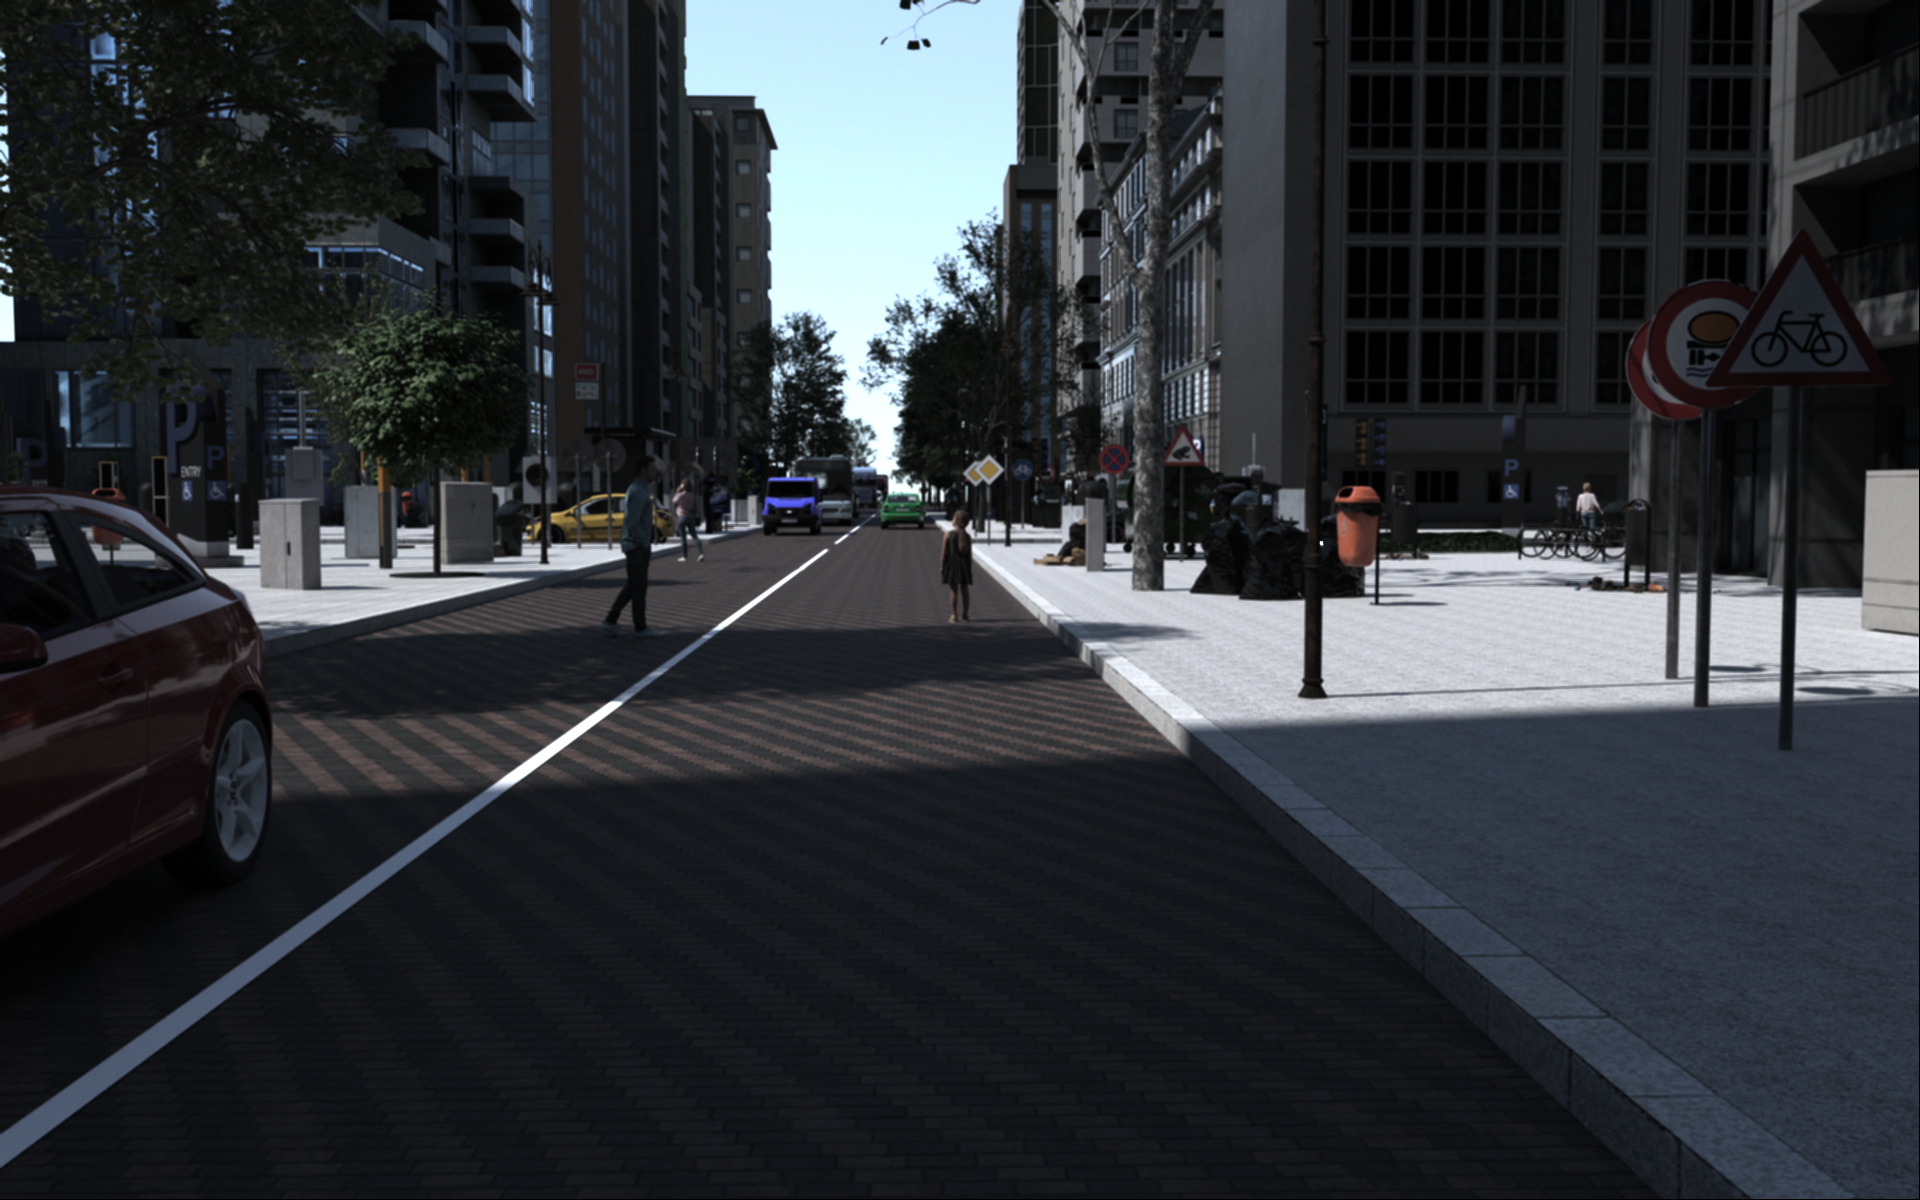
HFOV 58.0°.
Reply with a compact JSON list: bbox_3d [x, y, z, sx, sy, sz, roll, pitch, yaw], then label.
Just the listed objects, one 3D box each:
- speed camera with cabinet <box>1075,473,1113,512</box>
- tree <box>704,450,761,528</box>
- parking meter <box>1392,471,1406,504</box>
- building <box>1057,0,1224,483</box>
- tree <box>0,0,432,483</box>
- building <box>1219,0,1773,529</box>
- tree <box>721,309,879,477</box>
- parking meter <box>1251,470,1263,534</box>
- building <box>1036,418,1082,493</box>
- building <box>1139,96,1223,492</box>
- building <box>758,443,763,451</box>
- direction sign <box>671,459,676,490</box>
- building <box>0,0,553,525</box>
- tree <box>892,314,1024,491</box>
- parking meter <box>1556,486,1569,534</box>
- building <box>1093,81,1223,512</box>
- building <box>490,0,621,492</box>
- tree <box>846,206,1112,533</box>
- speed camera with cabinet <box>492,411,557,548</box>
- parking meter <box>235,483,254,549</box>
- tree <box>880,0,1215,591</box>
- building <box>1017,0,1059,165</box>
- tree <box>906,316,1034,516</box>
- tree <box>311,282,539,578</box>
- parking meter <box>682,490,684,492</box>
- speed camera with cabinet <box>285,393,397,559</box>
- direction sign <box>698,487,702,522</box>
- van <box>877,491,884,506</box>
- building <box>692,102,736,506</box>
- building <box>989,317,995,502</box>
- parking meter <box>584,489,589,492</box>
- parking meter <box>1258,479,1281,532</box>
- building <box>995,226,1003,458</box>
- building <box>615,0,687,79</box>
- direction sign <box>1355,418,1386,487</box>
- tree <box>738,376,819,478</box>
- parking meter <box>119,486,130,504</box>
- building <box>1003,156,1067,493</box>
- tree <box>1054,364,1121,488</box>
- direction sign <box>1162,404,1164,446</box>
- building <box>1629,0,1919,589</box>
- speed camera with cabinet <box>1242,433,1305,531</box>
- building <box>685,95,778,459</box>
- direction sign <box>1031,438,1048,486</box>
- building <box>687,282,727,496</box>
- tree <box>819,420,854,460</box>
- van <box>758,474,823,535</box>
[{"bbox_3d":[6.025,-5.123,78.102,2.038,3.252,0.660,3,5,41],"label":"speed camera with cabinet"},{"bbox_3d":[-9.069,-4.590,69.646,1.663,3.219,1.824,0,3,0],"label":"tree"},{"bbox_3d":[11.138,-2.342,44.008,0.255,1.863,0.399,0,4,-2],"label":"parking meter"},{"bbox_3d":[23.164,-34.498,153.273,28.713,52.752,27.495,0,4,-2],"label":"building"},{"bbox_3d":[-8.099,-5.816,13.213,7.486,12.596,7.792,0,3,0],"label":"tree"},{"bbox_3d":[23.491,-16.832,68.718,24.014,27.812,14.314,0,4,-2],"label":"building"},{"bbox_3d":[-9.719,-10.459,96.758,9.928,11.665,9.643,0,3,0],"label":"tree"},{"bbox_3d":[7.174,-2.212,41.877,0.255,1.863,0.399,1,4,17],"label":"parking meter"},{"bbox_3d":[23.952,-29.841,179.789,32.217,40.220,23.993,0,4,-2],"label":"building"},{"bbox_3d":[17.538,-15.184,90.054,13.314,21.916,24.055,0,4,-2],"label":"building"},{"bbox_3d":[-42.337,-34.713,259.431,32.217,40.220,23.993,0,4,-2],"label":"building"},{"bbox_3d":[-18.818,-7.392,112.851,0.379,3.537,0.876,3,5,43],"label":"direction sign"},{"bbox_3d":[-32.887,-47.237,85.003,22.319,86.520,31.000,0,4,-2],"label":"building"},{"bbox_3d":[-0.195,-12.885,117.319,9.857,13.997,8.962,0,3,0],"label":"tree"},{"bbox_3d":[19.497,-2.915,56.074,0.372,1.533,0.369,0,3,0],"label":"parking meter"},{"bbox_3d":[16.310,-19.396,114.395,12.463,27.353,25.104,0,4,-2],"label":"building"},{"bbox_3d":[-31.202,-28.548,116.874,14.600,45.320,14.200,0,4,-2],"label":"building"},{"bbox_3d":[0.660,-7.496,56.979,8.767,10.594,7.601,0,4,1],"label":"tree"},{"bbox_3d":[-10.648,-2.860,41.089,2.038,3.252,0.660,0,4,1],"label":"speed camera with cabinet"},{"bbox_3d":[-16.690,-1.956,40.392,0.372,1.533,0.369,0,3,0],"label":"parking meter"},{"bbox_3d":[3.564,-10.253,23.527,12.611,20.169,13.585,0,3,0],"label":"tree"},{"bbox_3d":[16.703,-49.430,246.427,20.563,71.187,20.611,0,4,-2],"label":"building"},{"bbox_3d":[0.459,-10.649,99.864,9.928,11.665,9.643,0,3,0],"label":"tree"},{"bbox_3d":[-8.268,-2.646,26.979,4.285,4.588,4.351,0,3,0],"label":"tree"},{"bbox_3d":[-13.192,-4.749,83.360,0.399,1.863,0.255,1,4,20],"label":"parking meter"},{"bbox_3d":[-12.242,-2.444,34.290,2.038,3.252,0.660,-1,4,-18],"label":"speed camera with cabinet"},{"bbox_3d":[-12.170,-5.412,80.478,0.876,3.537,0.379,-3,5,-45],"label":"direction sign"},{"bbox_3d":[-10.366,-12.653,213.890,2.013,2.044,4.112,0,4,-2],"label":"van"},{"bbox_3d":[-30.645,-30.123,176.112,14.154,41.232,14.086,0,4,-2],"label":"building"},{"bbox_3d":[11.578,-31.035,279.124,14.160,30.474,14.107,0,4,-2],"label":"building"},{"bbox_3d":[-19.571,-5.028,90.621,0.372,1.533,0.369,0,3,0],"label":"parking meter"},{"bbox_3d":[5.188,-1.261,29.035,0.372,1.533,0.369,0,3,0],"label":"parking meter"},{"bbox_3d":[12.222,-35.538,264.639,14.154,41.232,14.086,0,4,-2],"label":"building"},{"bbox_3d":[-28.706,-27.463,132.617,14.154,41.232,14.086,0,4,-2],"label":"building"},{"bbox_3d":[12.253,-3.654,51.748,0.876,3.537,0.379,0,4,5],"label":"direction sign"},{"bbox_3d":[-11.441,-9.545,106.417,4.360,8.622,3.978,0,3,0],"label":"tree"},{"bbox_3d":[-25.264,-2.683,52.283,0.372,1.533,0.369,0,3,0],"label":"parking meter"},{"bbox_3d":[12.979,-35.450,229.713,14.600,45.320,14.200,0,4,-2],"label":"building"},{"bbox_3d":[7.148,-9.103,99.193,4.360,8.622,3.978,0,3,0],"label":"tree"},{"bbox_3d":[4.759,-3.128,43.146,0.876,3.537,0.379,-3,5,-41],"label":"direction sign"},{"bbox_3d":[21.683,-35.387,16.836,20.563,71.187,20.611,0,4,-2],"label":"building"},{"bbox_3d":[10.233,-3.790,56.298,2.038,3.252,0.660,0,4,2],"label":"speed camera with cabinet"},{"bbox_3d":[-39.584,-39.390,233.263,28.713,52.752,27.495,0,4,-2],"label":"building"},{"bbox_3d":[3.233,-4.800,70.485,0.876,3.537,0.379,-3,4,-38],"label":"direction sign"},{"bbox_3d":[-36.244,-18.952,154.902,27.650,21.520,28.899,0,4,-2],"label":"building"},{"bbox_3d":[-11.657,-12.465,154.167,4.360,8.622,3.978,0,3,0],"label":"tree"},{"bbox_3d":[-5.968,-3.518,61.896,2.240,2.365,5.245,0,4,-3],"label":"van"}]
